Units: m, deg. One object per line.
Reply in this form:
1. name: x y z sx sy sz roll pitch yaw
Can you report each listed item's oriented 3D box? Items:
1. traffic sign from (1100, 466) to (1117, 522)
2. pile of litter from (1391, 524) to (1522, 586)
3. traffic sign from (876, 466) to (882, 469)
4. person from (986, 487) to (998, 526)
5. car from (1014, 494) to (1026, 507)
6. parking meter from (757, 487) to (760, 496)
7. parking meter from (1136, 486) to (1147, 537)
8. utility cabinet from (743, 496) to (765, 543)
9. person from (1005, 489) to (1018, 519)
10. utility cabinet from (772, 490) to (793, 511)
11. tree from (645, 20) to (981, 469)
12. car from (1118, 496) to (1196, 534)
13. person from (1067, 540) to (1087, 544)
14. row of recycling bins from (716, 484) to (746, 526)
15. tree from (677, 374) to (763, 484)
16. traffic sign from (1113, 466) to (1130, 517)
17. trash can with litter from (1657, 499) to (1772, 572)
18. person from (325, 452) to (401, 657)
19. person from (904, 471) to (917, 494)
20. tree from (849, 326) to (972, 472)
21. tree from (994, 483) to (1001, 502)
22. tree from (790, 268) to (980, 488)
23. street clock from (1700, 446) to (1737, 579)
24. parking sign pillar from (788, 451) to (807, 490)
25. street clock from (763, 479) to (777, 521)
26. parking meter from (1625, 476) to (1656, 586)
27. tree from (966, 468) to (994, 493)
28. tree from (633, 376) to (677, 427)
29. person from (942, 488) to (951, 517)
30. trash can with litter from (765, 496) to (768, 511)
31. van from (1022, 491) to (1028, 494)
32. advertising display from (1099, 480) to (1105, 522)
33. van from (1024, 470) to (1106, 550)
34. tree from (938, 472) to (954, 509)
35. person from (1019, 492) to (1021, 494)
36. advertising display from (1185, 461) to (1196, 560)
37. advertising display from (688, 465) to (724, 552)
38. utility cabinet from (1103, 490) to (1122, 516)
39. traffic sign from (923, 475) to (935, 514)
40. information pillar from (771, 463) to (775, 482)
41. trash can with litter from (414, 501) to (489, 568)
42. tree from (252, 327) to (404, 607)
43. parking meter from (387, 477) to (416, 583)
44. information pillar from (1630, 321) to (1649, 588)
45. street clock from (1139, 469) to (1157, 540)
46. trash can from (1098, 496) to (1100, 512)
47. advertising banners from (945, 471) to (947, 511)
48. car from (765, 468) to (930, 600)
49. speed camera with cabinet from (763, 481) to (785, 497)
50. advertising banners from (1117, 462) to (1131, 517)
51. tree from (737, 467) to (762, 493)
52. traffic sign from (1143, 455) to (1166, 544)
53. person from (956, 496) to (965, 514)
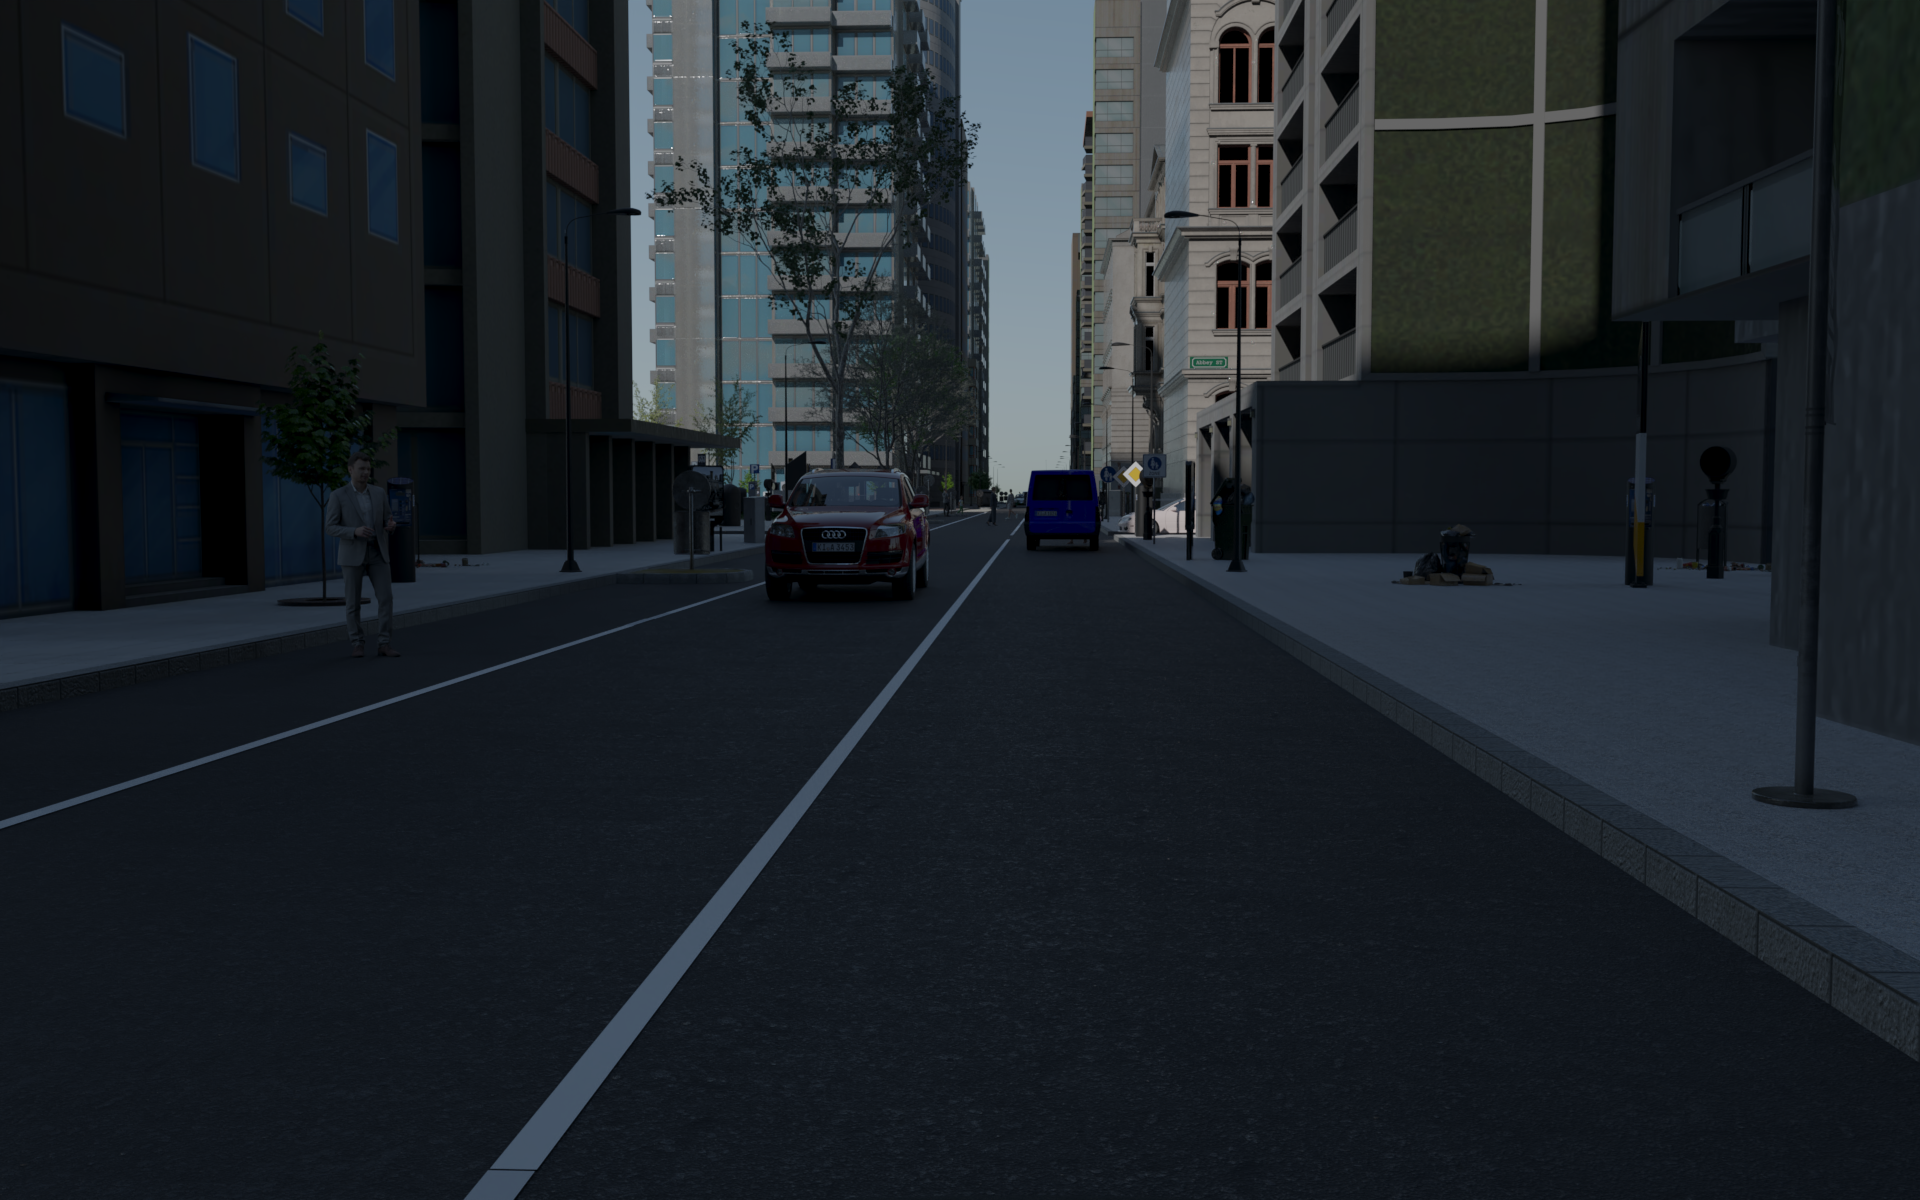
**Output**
1. traffic sign: 6.727 -4.798 78.553 0.768 2.556 0.104 0 4 6
2. pile of litter: 7.044 -0.647 24.544 1.719 0.858 1.176 2 4 33
3. traffic sign: -2.866 -3.539 61.501 0.795 2.450 0.064 0 4 3
4. person: 1.476 -4.270 78.738 0.534 1.772 0.576 -1 4 -15
5. car: 6.696 -10.762 187.751 2.131 1.459 4.920 0 4 4
6. parking meter: -16.003 -8.027 136.950 0.399 1.863 0.255 0 4 -4
7. parking meter: 5.465 -2.663 51.947 0.372 1.533 0.369 0 3 0
8. utility cabinet: -5.433 -2.110 45.664 0.306 1.237 1.020 -2 4 -23
9. person: 2.955 -5.497 99.121 0.760 1.731 0.466 1 4 18
10. utility cabinet: -10.568 -5.781 103.190 1.173 1.500 0.318 -1 4 -13
11. tree: -6.393 -13.175 71.302 12.611 20.169 13.585 0 3 0
12. car: 7.675 -2.772 57.684 4.827 1.381 2.083 0 4 3
13. person: 3.306 -2.515 49.712 0.616 1.811 0.778 3 5 43
14. row of recycling bins: -10.425 -3.762 68.619 3.534 1.692 1.069 -1 4 -23
15. tree: -14.207 -9.495 105.599 4.737 8.622 4.395 0 3 0
16. traffic sign: 5.767 -3.512 61.063 0.795 2.450 0.064 0 4 3
17. trash can with litter: 12.942 -1.103 29.091 1.678 1.210 2.233 -3 4 -37
18. person: -5.201 -0.397 15.190 0.583 1.804 0.606 3 5 44
19. person: -0.912 -1.276 29.463 0.850 1.850 0.679 -2 4 -30
20. tree: -3.081 -11.006 105.701 9.928 11.665 9.643 0 3 0
21. tree: 6.182 -18.481 296.769 1.663 3.219 1.824 0 3 0
22. tree: -4.099 -11.299 95.100 12.009 13.543 11.850 0 3 0
23. street clock: 11.457 -1.324 26.216 0.358 2.002 0.471 -3 5 -43
24. parking sign pillar: -10.207 -7.287 107.620 1.447 3.967 1.447 -1 4 -21
25. street clock: -9.152 -4.777 82.679 0.358 2.002 0.471 2 4 28
26. parking meter: 9.563 -0.975 24.353 0.372 1.533 0.369 0 3 0
27. tree: 2.449 -14.082 213.946 4.285 4.588 4.351 0 3 0
28. tree: -19.223 -9.602 107.361 4.737 8.622 4.395 0 3 0
29. person: -0.856 -6.172 109.600 0.592 1.802 0.473 -3 4 -38
30. trash can with litter: -9.958 -4.940 91.821 1.678 1.210 2.233 2 4 33
31. van: 9.817 -15.135 254.460 2.013 2.044 4.112 0 4 2
32. advertising display: 6.655 -4.656 81.340 0.123 1.923 0.974 0 4 -4
33. van: 2.747 -2.533 45.799 2.240 2.365 5.245 0 4 4
34. tree: -0.944 -9.571 151.082 1.663 3.219 1.824 0 3 0
35. person: 8.601 -14.598 247.625 0.683 1.767 0.568 2 4 28
36. advertising display: 4.498 -1.752 33.854 0.123 1.923 0.974 1 4 12
37. advertising display: -5.633 -2.035 38.488 0.123 1.923 0.974 3 4 39
38. utility cabinet: 8.575 -5.489 98.423 1.173 1.500 0.318 1 4 23
39. traffic sign: -2.045 -6.945 113.650 0.768 2.556 0.104 1 4 10
40. information pillar: -14.058 -8.487 130.116 0.183 3.616 0.504 2 4 24
41. trash can with litter: -9.359 -1.186 30.444 2.233 1.210 1.678 -2 4 -29
42. tree: -7.324 -1.568 20.233 1.663 3.219 1.824 0 3 0
43. parking meter: -8.102 -1.022 25.121 0.372 1.533 0.369 0 3 0
44. information pillar: 9.340 -1.982 23.757 0.183 3.616 0.504 1 4 15
45. street clock: 5.240 -2.674 48.297 0.471 2.002 0.358 -2 4 -32
46. trash can: 9.348 -6.340 115.319 0.748 1.137 0.748 0 3 0
47. advertising banners: -1.011 -8.169 129.748 0.090 3.025 2.074 0 4 7
48. car: -1.550 -1.010 25.190 2.281 1.827 5.304 0 4 2
49. speed camera with cabinet: -12.796 -7.787 121.653 2.038 3.252 0.660 1 4 19
50. advertising banners: 9.055 -6.098 95.891 0.090 3.025 2.074 2 4 25
51. tree: -15.135 -7.894 123.664 1.663 3.219 1.824 0 3 0
52. traffic sign: 4.959 -2.572 44.175 0.606 2.300 0.079 1 4 9
53. person: 0.043 -6.229 114.586 0.590 1.304 0.306 1 4 19
